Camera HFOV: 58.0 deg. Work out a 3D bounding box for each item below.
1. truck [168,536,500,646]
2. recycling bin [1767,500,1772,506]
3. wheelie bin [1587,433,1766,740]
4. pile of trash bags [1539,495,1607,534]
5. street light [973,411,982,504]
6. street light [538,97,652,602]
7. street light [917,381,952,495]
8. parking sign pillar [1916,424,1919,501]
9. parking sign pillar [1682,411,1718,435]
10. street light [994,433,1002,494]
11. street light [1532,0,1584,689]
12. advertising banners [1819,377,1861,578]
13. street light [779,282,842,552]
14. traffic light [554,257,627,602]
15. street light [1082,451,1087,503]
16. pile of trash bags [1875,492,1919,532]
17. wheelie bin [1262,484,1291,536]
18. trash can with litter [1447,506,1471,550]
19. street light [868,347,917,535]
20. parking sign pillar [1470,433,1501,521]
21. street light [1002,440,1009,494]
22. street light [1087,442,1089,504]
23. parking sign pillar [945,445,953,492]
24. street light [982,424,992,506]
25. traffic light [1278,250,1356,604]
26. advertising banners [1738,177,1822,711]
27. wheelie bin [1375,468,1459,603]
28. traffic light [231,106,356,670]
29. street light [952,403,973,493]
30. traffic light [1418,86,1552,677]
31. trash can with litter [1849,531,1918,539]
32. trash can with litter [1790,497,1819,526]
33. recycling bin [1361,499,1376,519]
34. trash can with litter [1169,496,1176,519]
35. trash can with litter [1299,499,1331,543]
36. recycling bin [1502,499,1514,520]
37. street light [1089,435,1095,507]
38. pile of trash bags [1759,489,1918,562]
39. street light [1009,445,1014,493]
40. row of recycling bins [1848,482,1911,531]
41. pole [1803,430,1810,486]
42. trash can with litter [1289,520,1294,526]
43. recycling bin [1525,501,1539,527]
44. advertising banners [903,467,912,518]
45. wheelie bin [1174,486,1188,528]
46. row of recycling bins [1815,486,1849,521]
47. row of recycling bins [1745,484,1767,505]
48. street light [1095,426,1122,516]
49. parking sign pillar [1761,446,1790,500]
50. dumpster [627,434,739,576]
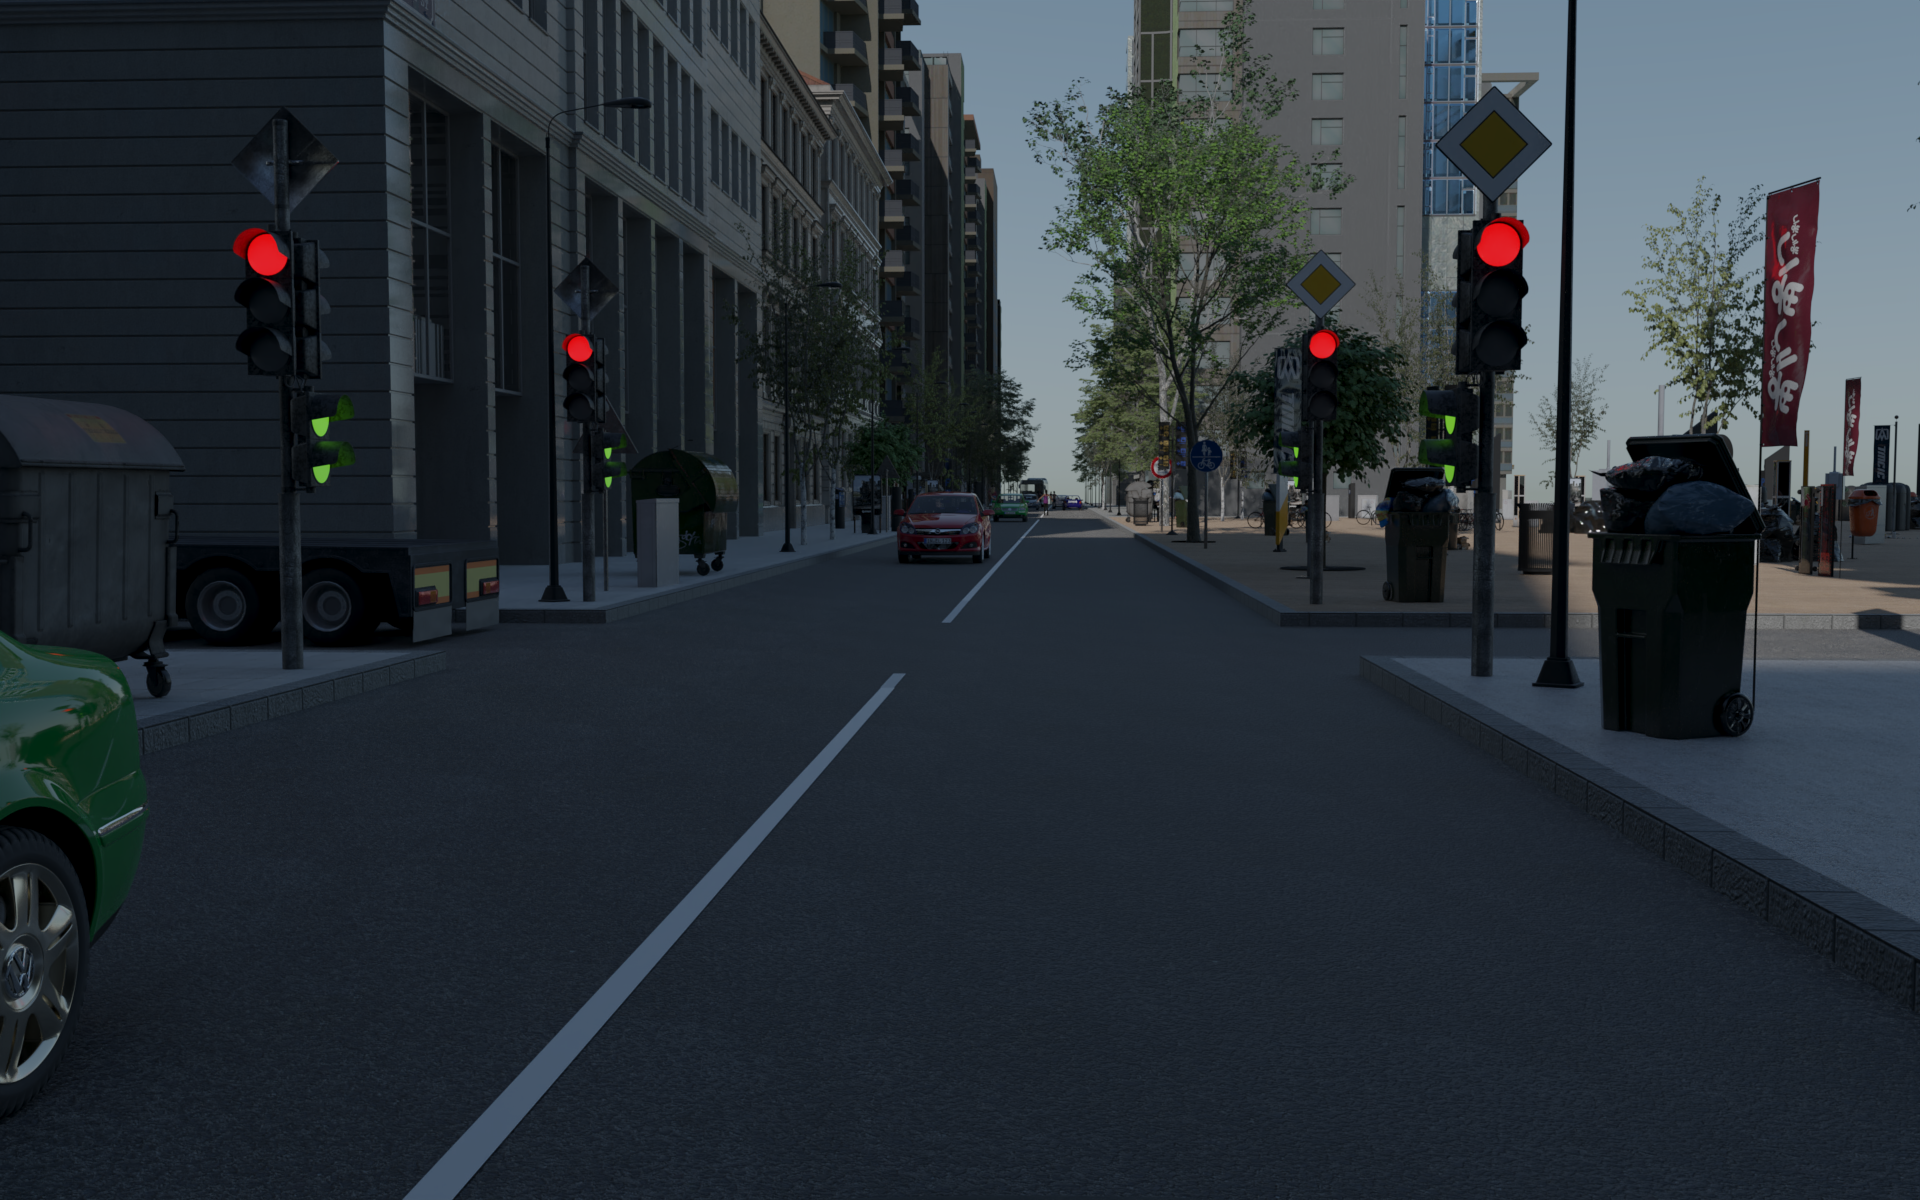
[{"bbox_3d":[-14.320,-1.713,17.775,18.799,4.110,2.967,0,4,4],"label":"truck"},{"bbox_3d":[36.197,-4.009,78.106,0.722,1.027,0.722,-2,4,-33],"label":"recycling bin"},{"bbox_3d":[3.822,-0.084,9.274,0.693,1.594,0.980,-2,4,-24],"label":"wheelie bin"},{"bbox_3d":[20.663,-2.893,57.060,3.447,1.369,1.912,-3,5,-41],"label":"pile of trash bags"},{"bbox_3d":[0.319,-7.644,97.527,1.470,5.913,1.316,0,4,3],"label":"street light"},{"bbox_3d":[-4.304,-2.931,20.460,1.470,5.913,1.316,0,4,3],"label":"street light"},{"bbox_3d":[-1.225,-6.059,71.603,1.470,5.913,1.316,0,4,3],"label":"street light"},{"bbox_3d":[37.275,-4.783,66.679,1.447,3.967,1.447,-3,5,-44],"label":"parking sign pillar"},{"bbox_3d":[23.458,-4.087,55.295,1.447,3.967,1.447,-1,4,-13],"label":"parking sign pillar"},{"bbox_3d":[2.220,-9.694,131.041,1.470,5.913,1.316,0,4,3],"label":"street light"},{"bbox_3d":[3.462,-2.380,11.447,1.470,5.913,1.316,0,4,3],"label":"street light"},{"bbox_3d":[13.486,-1.879,26.912,0.090,3.025,2.074,0,4,4],"label":"advertising banners"},{"bbox_3d":[-3.273,-4.010,38.098,1.470,5.913,1.316,0,4,3],"label":"street light"},{"bbox_3d":[-4.412,-1.936,20.570,0.839,4.253,0.868,0,4,3],"label":"traffic light"},{"bbox_3d":[11.823,-11.085,153.779,1.470,5.913,1.316,0,4,3],"label":"street light"},{"bbox_3d":[35.172,-3.241,62.745,1.912,1.369,3.447,0,4,-3],"label":"pile of trash bags"},{"bbox_3d":[9.722,-2.785,53.436,0.980,1.594,0.693,-2,4,-33],"label":"wheelie bin"},{"bbox_3d":[11.294,-1.743,39.882,0.624,1.170,1.055,3,5,44],"label":"trash can with litter"},{"bbox_3d":[-2.235,-5.034,54.850,1.470,5.913,1.316,0,4,3],"label":"street light"},{"bbox_3d":[23.197,-5.384,76.504,1.447,3.967,1.447,-1,4,-20],"label":"parking sign pillar"},{"bbox_3d":[3.193,-10.719,147.796,1.470,5.913,1.316,0,4,3],"label":"street light"},{"bbox_3d":[10.991,-10.059,137.000,1.470,5.913,1.316,0,4,3],"label":"street light"},{"bbox_3d":[-0.617,-6.464,94.154,1.447,3.967,1.447,0,4,2],"label":"parking sign pillar"},{"bbox_3d":[1.162,-8.670,114.290,1.470,5.913,1.316,0,4,3],"label":"street light"},{"bbox_3d":[4.135,-1.906,20.084,0.839,4.253,0.868,0,4,3],"label":"traffic light"},{"bbox_3d":[4.641,-0.885,10.665,0.090,3.025,2.074,0,4,-5],"label":"advertising banners"},{"bbox_3d":[5.469,-0.778,20.621,0.980,1.594,0.693,0,4,-4],"label":"wheelie bin"},{"bbox_3d":[-4.882,-1.448,12.598,0.839,4.253,0.868,0,4,3],"label":"traffic light"},{"bbox_3d":[-0.248,-7.090,88.469,1.470,5.913,1.316,0,4,3],"label":"street light"},{"bbox_3d":[3.665,-1.418,12.112,0.839,4.253,0.868,0,4,3],"label":"traffic light"},{"bbox_3d":[26.972,-2.428,50.748,1.678,1.210,2.233,1,4,17],"label":"trash can with litter"},{"bbox_3d":[34.730,-3.673,71.433,1.055,1.170,0.624,2,4,26],"label":"trash can with litter"},{"bbox_3d":[21.422,-4.787,90.820,0.722,1.027,0.722,1,4,13],"label":"recycling bin"},{"bbox_3d":[10.912,-4.860,90.511,1.678,1.210,2.233,-2,4,-29],"label":"trash can with litter"},{"bbox_3d":[9.360,-2.089,45.543,0.624,1.170,1.055,2,4,30],"label":"trash can with litter"},{"bbox_3d":[27.564,-4.521,86.473,0.722,1.027,0.722,3,5,39],"label":"recycling bin"},{"bbox_3d":[9.879,-9.013,119.909,1.470,5.913,1.316,0,4,3],"label":"street light"},{"bbox_3d":[16.304,-1.456,33.555,3.447,1.369,1.912,-1,4,-15],"label":"pile of trash bags"},{"bbox_3d":[4.261,-11.749,164.638,1.470,5.913,1.316,0,4,3],"label":"street light"},{"bbox_3d":[32.206,-3.251,60.274,3.534,1.692,1.069,-3,5,-45],"label":"row of recycling bins"},{"bbox_3d":[27.005,-3.759,55.309,0.158,3.312,0.155,0,3,0],"label":"pole"},{"bbox_3d":[13.136,-3.593,70.125,0.624,1.170,1.055,-2,4,-31],"label":"trash can with litter"},{"bbox_3d":[22.138,-3.356,67.423,0.722,1.027,0.722,1,4,19],"label":"recycling bin"},{"bbox_3d":[-2.837,-5.968,93.770,0.090,3.025,2.074,-1,4,-13],"label":"advertising banners"},{"bbox_3d":[8.571,-3.558,66.088,0.980,1.594,0.693,-2,4,-35],"label":"wheelie bin"},{"bbox_3d":[42.338,-4.686,83.723,1.069,1.692,3.534,0,4,-2],"label":"row of recycling bins"},{"bbox_3d":[33.093,-4.065,73.577,3.534,1.692,1.069,-3,4,-38],"label":"row of recycling bins"},{"bbox_3d":[8.924,-7.974,102.915,1.470,5.913,1.316,0,4,3],"label":"street light"},{"bbox_3d":[42.951,-6.288,91.273,1.447,3.967,1.447,0,4,-3],"label":"parking sign pillar"},{"bbox_3d":[-4.480,-1.553,27.884,1.502,2.255,1.985,0,4,3],"label":"dumpster"}]
